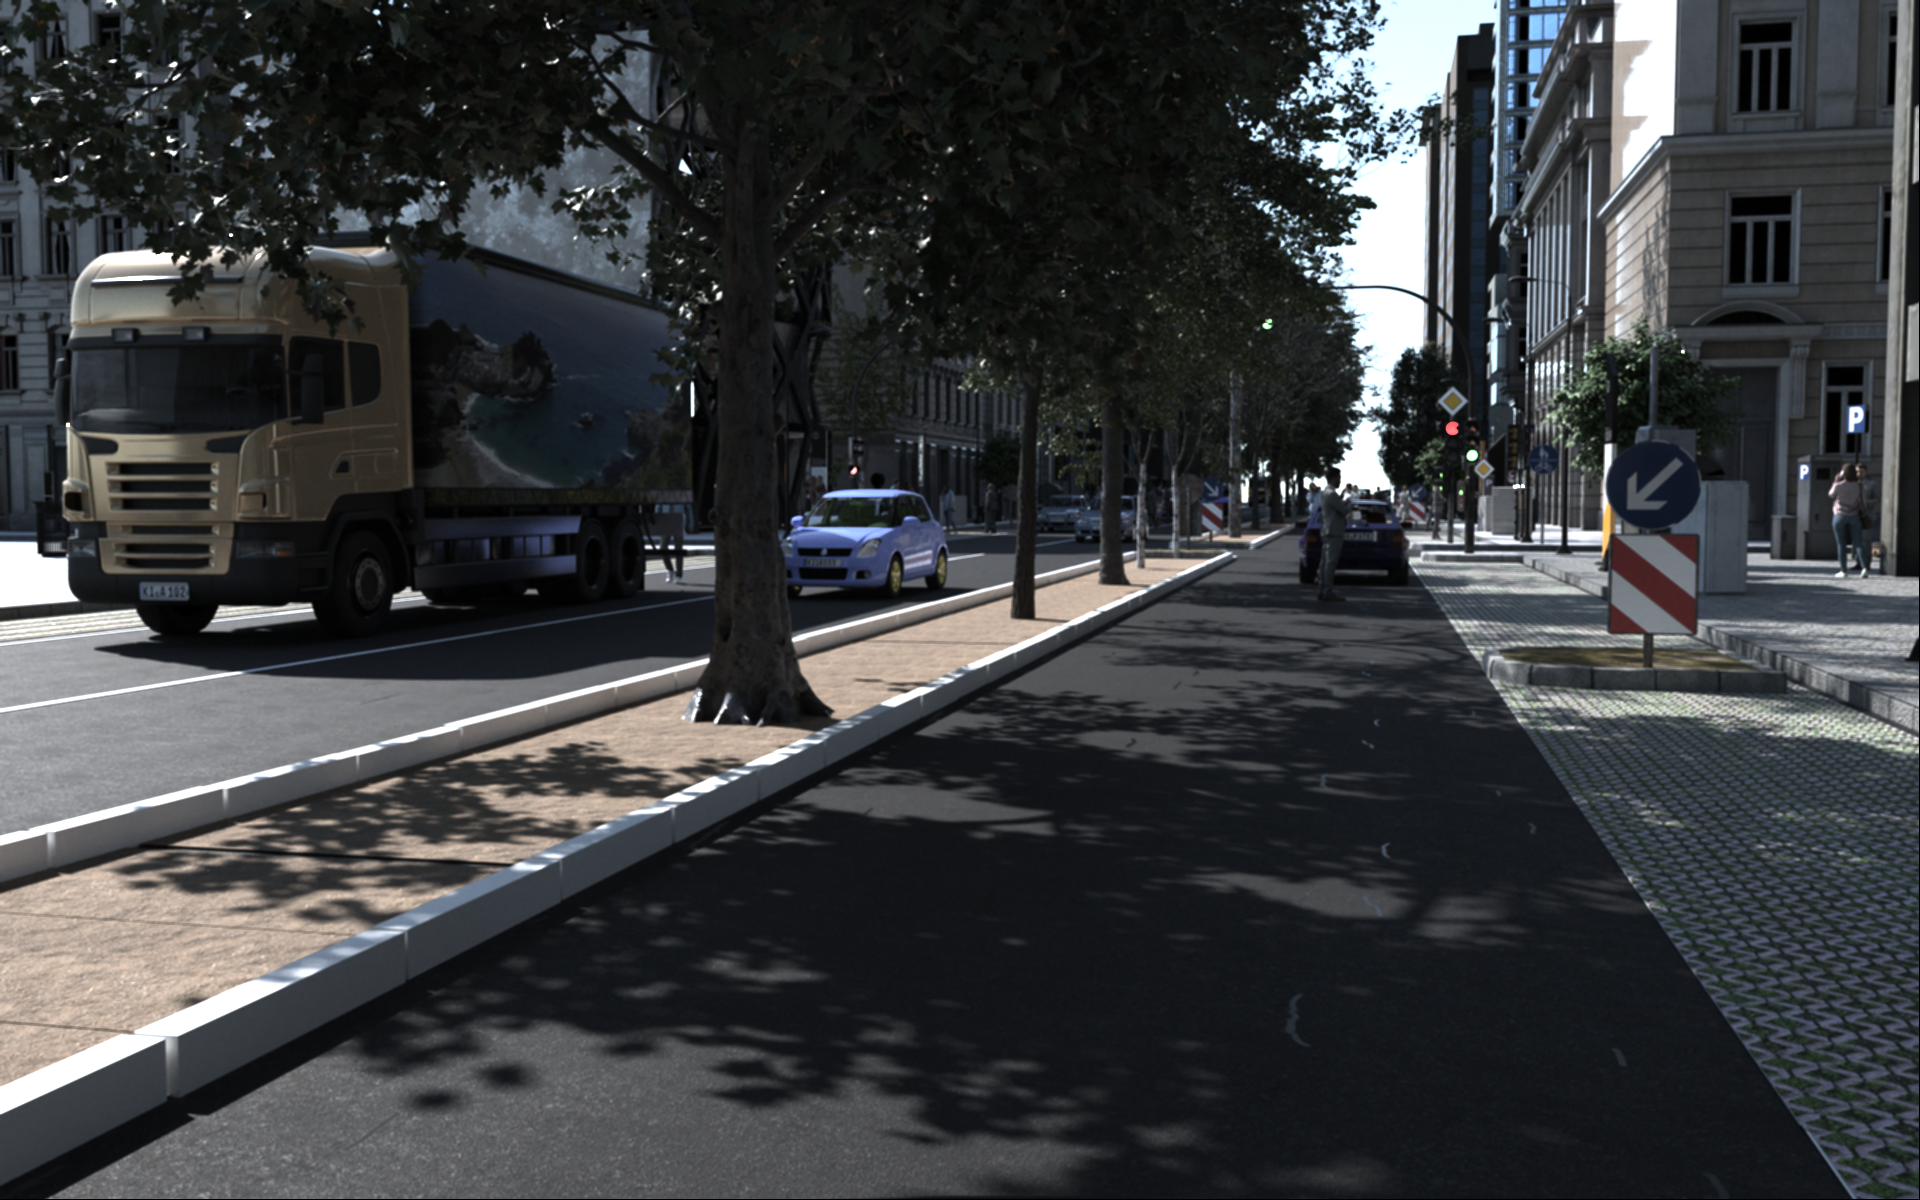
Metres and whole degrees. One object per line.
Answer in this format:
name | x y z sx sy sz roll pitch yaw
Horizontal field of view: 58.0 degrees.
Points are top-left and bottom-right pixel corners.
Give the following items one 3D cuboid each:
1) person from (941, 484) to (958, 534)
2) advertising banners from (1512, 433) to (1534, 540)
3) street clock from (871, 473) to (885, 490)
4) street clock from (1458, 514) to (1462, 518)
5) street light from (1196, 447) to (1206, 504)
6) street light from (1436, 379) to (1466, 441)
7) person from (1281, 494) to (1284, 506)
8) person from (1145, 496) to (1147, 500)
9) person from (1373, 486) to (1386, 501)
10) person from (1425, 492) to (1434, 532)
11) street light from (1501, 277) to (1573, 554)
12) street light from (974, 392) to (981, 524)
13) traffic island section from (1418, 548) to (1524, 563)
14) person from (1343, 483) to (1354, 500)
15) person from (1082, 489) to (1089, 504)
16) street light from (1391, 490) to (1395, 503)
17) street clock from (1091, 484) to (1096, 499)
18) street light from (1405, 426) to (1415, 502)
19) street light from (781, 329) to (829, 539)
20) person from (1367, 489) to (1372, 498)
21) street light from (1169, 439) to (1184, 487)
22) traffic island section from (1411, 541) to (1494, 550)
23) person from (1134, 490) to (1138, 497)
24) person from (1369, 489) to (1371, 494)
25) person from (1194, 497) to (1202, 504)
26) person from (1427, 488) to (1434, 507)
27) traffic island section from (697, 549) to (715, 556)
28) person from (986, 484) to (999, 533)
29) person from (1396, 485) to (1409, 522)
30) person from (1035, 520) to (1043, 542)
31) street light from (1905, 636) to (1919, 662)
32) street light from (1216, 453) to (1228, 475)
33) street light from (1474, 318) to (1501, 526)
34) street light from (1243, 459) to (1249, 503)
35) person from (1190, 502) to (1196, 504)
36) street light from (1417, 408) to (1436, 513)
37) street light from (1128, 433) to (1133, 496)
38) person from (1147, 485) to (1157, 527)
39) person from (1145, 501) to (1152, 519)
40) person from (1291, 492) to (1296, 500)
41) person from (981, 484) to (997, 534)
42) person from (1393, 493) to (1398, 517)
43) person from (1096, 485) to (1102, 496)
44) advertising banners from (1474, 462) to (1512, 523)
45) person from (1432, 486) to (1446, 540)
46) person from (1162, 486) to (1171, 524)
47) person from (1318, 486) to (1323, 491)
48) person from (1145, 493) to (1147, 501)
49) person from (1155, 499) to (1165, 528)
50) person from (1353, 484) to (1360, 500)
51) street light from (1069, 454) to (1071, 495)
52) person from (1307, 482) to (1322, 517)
person | -0.371 -3.215 61.336 0.793 1.790 0.793 1 4 20
advertising banners | 15.928 -3.220 48.842 0.090 3.025 2.074 2 4 30
street clock | -2.834 -3.373 59.719 0.471 2.002 0.358 3 5 39
street clock | 26.888 -5.412 93.060 0.358 2.002 0.471 0 4 2
street light | 23.889 -12.139 171.014 1.470 5.913 1.316 1 4 13
street light | 20.155 -5.968 70.117 1.470 5.913 1.316 1 4 13
person | 39.213 -12.154 210.438 0.599 1.433 0.991 3 5 44
person | 13.594 -7.449 127.854 0.705 1.822 1.348 1 4 14
person | 21.172 -4.828 87.403 0.622 1.834 0.822 0 4 -7
person | 17.913 -3.469 65.498 0.520 1.790 0.573 -1 4 -15
street light | 12.411 -3.944 37.029 1.470 5.913 1.316 1 4 13
street light | 1.280 -6.160 73.265 1.470 5.913 1.316 1 4 13
traffic island section | 11.030 -0.929 37.473 2.009 0.180 2.903 1 4 13
person | 11.152 -2.514 50.166 0.524 1.755 0.480 -1 4 -16
person | 6.576 -4.998 91.219 0.512 1.701 0.522 -2 4 -29
street light | 42.721 -11.967 168.198 1.470 5.913 1.316 1 4 13
street clock | 9.311 -7.143 121.363 0.471 2.002 0.358 0 4 4
street light | 31.678 -9.021 120.034 1.470 5.913 1.316 1 4 13
street light | -4.370 -4.675 48.981 1.470 5.913 1.316 1 4 13
person | 25.771 -6.146 109.534 0.519 1.759 0.362 1 4 23
street light | 18.376 -10.688 147.297 1.470 5.913 1.316 1 4 13
traffic island section | 12.832 -1.405 45.254 2.009 0.180 2.903 1 4 13
person | 11.600 -6.396 113.832 0.466 1.731 0.760 -3 5 -42
person | 26.719 -6.410 113.667 0.532 1.782 0.716 1 4 11
person | 13.984 -5.655 101.634 0.731 1.740 0.598 -2 4 -34
person | 38.178 -8.190 139.928 1.348 1.826 0.705 -1 4 -19
traffic island section | -4.793 -1.153 41.128 2.009 0.180 2.903 1 4 13
person | 1.185 -3.383 63.991 0.419 1.800 0.721 2 4 30
person | 17.680 -3.682 69.054 0.624 1.780 0.694 -2 4 -26
person | 2.165 -2.279 51.266 0.738 1.151 1.012 2 4 29
street light | 6.929 -2.491 13.266 1.470 5.913 1.316 1 4 13
street light | 29.375 -13.597 194.846 1.470 5.913 1.316 1 4 13
street light | 14.425 -4.470 45.621 1.470 5.913 1.316 1 4 13
street light | 37.310 -15.690 229.077 1.470 5.913 1.316 1 4 13
person | 13.236 -5.263 98.822 0.425 1.301 0.394 -1 4 -18
street light | 25.623 -7.423 93.910 1.470 5.913 1.316 1 4 13
street light | 12.811 -9.239 123.592 1.470 5.913 1.316 1 4 13
person | 8.430 -4.082 75.340 0.767 1.812 0.694 -2 4 -25
person | 7.328 -3.445 70.318 1.012 1.151 0.738 0 4 -1
person | 30.896 -9.243 160.341 0.721 1.735 1.217 0 4 -2
person | 1.026 -3.290 62.470 0.590 1.801 0.661 2 4 26
person | 27.709 -6.185 109.897 0.793 1.790 0.793 1 4 17
person | 6.149 -4.133 75.930 0.748 1.841 0.638 1 4 8
advertising banners | 23.250 -4.844 75.393 2.074 3.025 0.090 2 4 32
person | 14.953 -2.769 53.958 0.537 1.800 0.526 -3 5 -41
person | 10.040 -4.646 84.271 0.447 1.846 0.655 1 4 16
person | 18.760 -5.009 90.197 0.447 1.846 0.655 -1 4 -13
person | 14.854 -8.208 140.327 1.350 1.814 0.705 -1 4 -22
person | 8.392 -3.609 72.514 0.505 1.210 0.382 3 5 42
person | 14.187 -3.248 61.962 0.624 1.780 0.694 0 4 6
street light | 6.698 -7.627 97.242 1.470 5.913 1.316 1 4 13
person | 10.792 -2.666 52.348 0.793 1.790 0.793 -2 4 -34
